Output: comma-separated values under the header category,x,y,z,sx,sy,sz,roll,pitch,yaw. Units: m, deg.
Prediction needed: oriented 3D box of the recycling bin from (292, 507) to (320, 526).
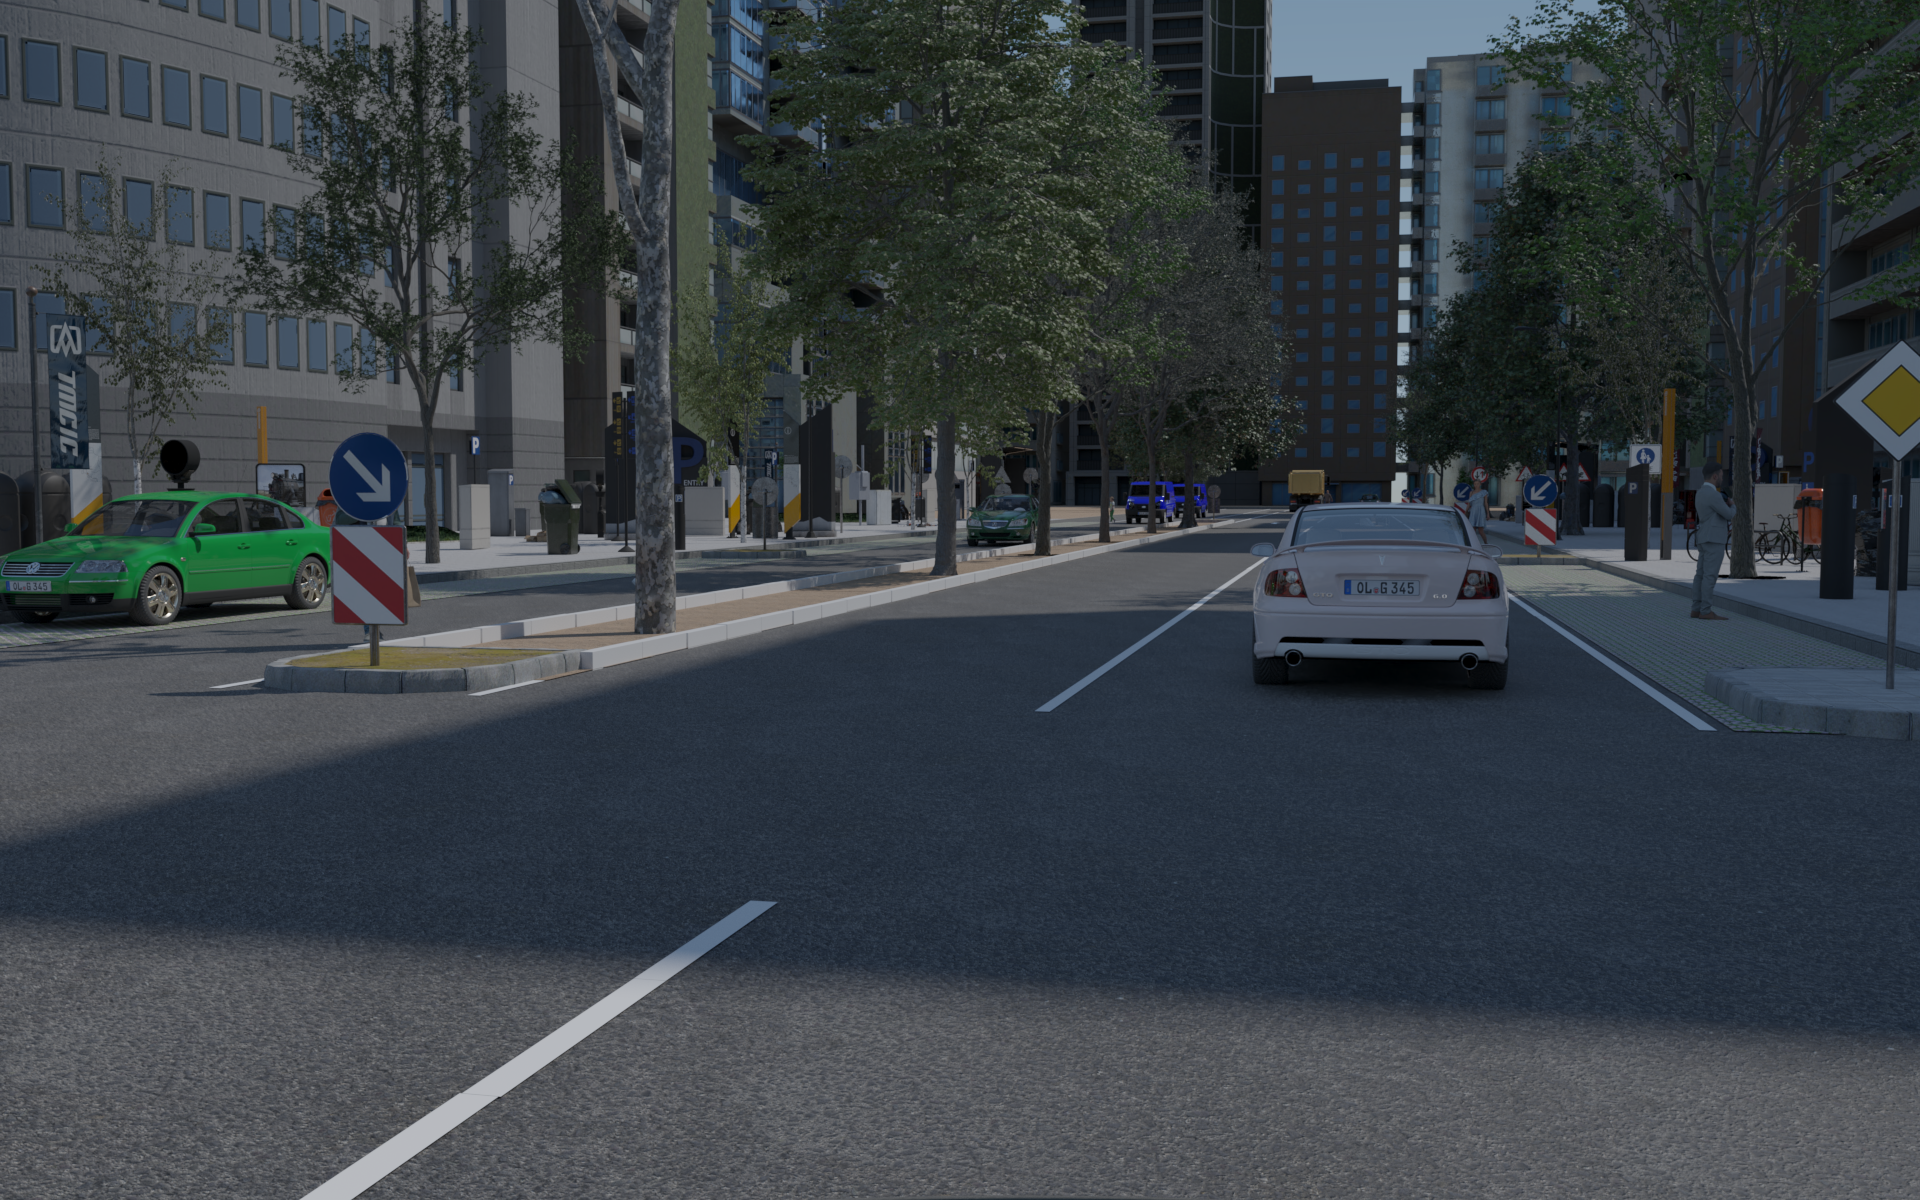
category,x,y,z,sx,sy,sz,roll,pitch,yaw
recycling bin,-12.531,-1.249,32.974,0.722,1.027,0.722,2,4,34

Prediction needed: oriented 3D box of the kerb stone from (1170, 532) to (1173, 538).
category,x,y,z,sx,sy,sz,roll,pitch,yaw
kerb stone,6.753,-2.097,56.514,0.120,0.150,1.000,1,4,13

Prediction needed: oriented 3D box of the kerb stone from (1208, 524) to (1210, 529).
category,x,y,z,sx,sy,sz,roll,pitch,yaw
kerb stone,9.980,-2.951,70.493,0.120,0.150,1.000,1,4,13

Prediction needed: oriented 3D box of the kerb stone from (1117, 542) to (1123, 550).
category,x,y,z,sx,sy,sz,roll,pitch,yaw
kerb stone,3.991,-1.365,44.535,0.120,0.150,1.000,1,4,13

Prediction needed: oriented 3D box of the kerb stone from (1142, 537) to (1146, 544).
category,x,y,z,sx,sy,sz,roll,pitch,yaw
kerb stone,5.133,-1.672,49.529,0.120,0.150,1.000,1,4,13

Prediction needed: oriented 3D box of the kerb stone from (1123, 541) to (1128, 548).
category,x,y,z,sx,sy,sz,roll,pitch,yaw
kerb stone,4.213,-1.427,45.534,0.120,0.150,1.000,1,4,13

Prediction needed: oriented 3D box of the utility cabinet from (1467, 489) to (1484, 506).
category,x,y,z,sx,sy,sz,roll,pitch,yaw
utility cabinet,24.350,-4.470,81.761,0.318,1.500,1.173,3,5,44

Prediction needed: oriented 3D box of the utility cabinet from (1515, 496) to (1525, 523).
category,x,y,z,sx,sy,sz,roll,pitch,yaw
utility cabinet,24.807,-3.944,75.640,1.020,1.237,0.306,1,4,13

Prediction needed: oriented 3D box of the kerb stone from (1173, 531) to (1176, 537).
category,x,y,z,sx,sy,sz,roll,pitch,yaw
kerb stone,6.983,-2.160,57.510,0.120,0.150,1.000,1,4,13

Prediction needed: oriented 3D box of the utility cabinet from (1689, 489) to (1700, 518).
category,x,y,z,sx,sy,sz,roll,pitch,yaw
utility cabinet,33.606,-4.261,78.343,1.173,1.500,0.318,2,4,26

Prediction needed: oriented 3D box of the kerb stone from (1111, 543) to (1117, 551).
category,x,y,z,sx,sy,sz,roll,pitch,yaw
kerb stone,3.760,-1.304,43.535,0.120,0.150,1.000,1,4,13

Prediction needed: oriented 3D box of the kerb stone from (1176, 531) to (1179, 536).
category,x,y,z,sx,sy,sz,roll,pitch,yaw
kerb stone,7.213,-2.221,58.506,0.120,0.150,1.000,1,4,13

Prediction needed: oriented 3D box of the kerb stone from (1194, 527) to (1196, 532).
category,x,y,z,sx,sy,sz,roll,pitch,yaw
kerb stone,8.598,-2.588,64.510,0.120,0.150,1.000,1,4,13

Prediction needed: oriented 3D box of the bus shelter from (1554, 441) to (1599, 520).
category,x,y,z,sx,sy,sz,roll,pitch,yaw
bus shelter,27.994,-5.384,79.319,1.731,3.624,6.357,1,4,13

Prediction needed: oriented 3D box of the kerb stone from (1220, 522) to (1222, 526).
category,x,y,z,sx,sy,sz,roll,pitch,yaw
kerb stone,11.365,-3.321,76.488,0.120,0.150,1.000,1,4,13

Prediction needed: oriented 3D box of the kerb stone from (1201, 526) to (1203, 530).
category,x,y,z,sx,sy,sz,roll,pitch,yaw
kerb stone,9.286,-2.770,67.499,0.120,0.150,1.000,1,4,13

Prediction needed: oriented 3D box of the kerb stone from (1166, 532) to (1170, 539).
category,x,y,z,sx,sy,sz,roll,pitch,yaw
kerb stone,6.525,-2.038,55.514,0.120,0.150,1.000,1,4,13

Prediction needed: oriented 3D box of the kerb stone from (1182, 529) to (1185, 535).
category,x,y,z,sx,sy,sz,roll,pitch,yaw
kerb stone,7.675,-2.335,60.499,0.120,0.150,1.000,1,4,13

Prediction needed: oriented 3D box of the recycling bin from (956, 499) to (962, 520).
category,x,y,z,sx,sy,sz,roll,pitch,yaw
recycling bin,-0.310,-4.455,85.389,0.722,1.027,0.722,1,4,8

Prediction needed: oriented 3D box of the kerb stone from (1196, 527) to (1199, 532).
category,x,y,z,sx,sy,sz,roll,pitch,yaw
kerb stone,8.829,-2.645,65.507,0.120,0.150,1.000,1,4,13

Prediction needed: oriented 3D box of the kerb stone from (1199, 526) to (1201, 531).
category,x,y,z,sx,sy,sz,roll,pitch,yaw
kerb stone,9.051,-2.710,66.504,0.120,0.150,1.000,1,4,13

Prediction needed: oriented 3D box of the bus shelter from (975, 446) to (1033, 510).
category,x,y,z,sx,sy,sz,roll,pitch,yaw
bus shelter,2.251,-5.840,86.768,1.731,3.624,6.357,1,4,13

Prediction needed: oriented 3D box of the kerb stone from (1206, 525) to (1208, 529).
category,x,y,z,sx,sy,sz,roll,pitch,yaw
kerb stone,9.749,-2.888,69.492,0.120,0.150,1.000,1,4,13

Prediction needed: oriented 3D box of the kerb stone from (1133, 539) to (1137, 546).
category,x,y,z,sx,sy,sz,roll,pitch,yaw
kerb stone,4.677,-1.549,47.526,0.120,0.150,1.000,1,4,13

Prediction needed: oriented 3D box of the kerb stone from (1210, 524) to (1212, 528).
category,x,y,z,sx,sy,sz,roll,pitch,yaw
kerb stone,10.206,-3.013,71.492,0.120,0.150,1.000,1,4,13

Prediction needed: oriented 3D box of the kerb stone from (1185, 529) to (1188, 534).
category,x,y,z,sx,sy,sz,roll,pitch,yaw
kerb stone,7.897,-2.400,61.502,0.120,0.150,1.000,1,4,13

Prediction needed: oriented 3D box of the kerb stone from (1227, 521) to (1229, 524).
category,x,y,z,sx,sy,sz,roll,pitch,yaw
kerb stone,12.283,-3.565,80.479,0.120,0.150,1.000,1,4,13

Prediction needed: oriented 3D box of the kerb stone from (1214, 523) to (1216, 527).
category,x,y,z,sx,sy,sz,roll,pitch,yaw
kerb stone,10.663,-3.137,73.491,0.120,0.150,1.000,1,4,13

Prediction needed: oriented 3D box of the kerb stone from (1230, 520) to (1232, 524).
category,x,y,z,sx,sy,sz,roll,pitch,yaw
kerb stone,12.747,-3.686,82.497,0.120,0.150,1.000,1,4,13

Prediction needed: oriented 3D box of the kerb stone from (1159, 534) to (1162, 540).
category,x,y,z,sx,sy,sz,roll,pitch,yaw
kerb stone,6.058,-1.916,53.518,0.120,0.150,1.000,1,4,13

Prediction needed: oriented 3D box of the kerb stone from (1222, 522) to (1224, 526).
category,x,y,z,sx,sy,sz,roll,pitch,yaw
kerb stone,11.595,-3.382,77.490,0.120,0.150,1.000,1,4,13

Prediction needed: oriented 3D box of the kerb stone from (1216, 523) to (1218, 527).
category,x,y,z,sx,sy,sz,roll,pitch,yaw
kerb stone,10.895,-3.198,74.487,0.120,0.150,1.000,1,4,13

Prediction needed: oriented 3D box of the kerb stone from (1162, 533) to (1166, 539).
category,x,y,z,sx,sy,sz,roll,pitch,yaw
kerb stone,6.292,-1.974,54.519,0.120,0.150,1.000,1,4,13

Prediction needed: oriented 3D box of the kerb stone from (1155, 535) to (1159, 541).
category,x,y,z,sx,sy,sz,roll,pitch,yaw
kerb stone,5.834,-1.852,52.520,0.120,0.150,1.000,1,4,13

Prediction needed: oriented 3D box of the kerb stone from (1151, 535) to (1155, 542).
category,x,y,z,sx,sy,sz,roll,pitch,yaw
kerb stone,5.606,-1.794,51.523,0.120,0.150,1.000,1,4,13

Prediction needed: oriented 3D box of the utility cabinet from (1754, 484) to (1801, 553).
category,x,y,z,sx,sy,sz,roll,pitch,yaw
utility cabinet,17.874,-1.780,37.789,0.318,1.500,1.173,-1,4,-16

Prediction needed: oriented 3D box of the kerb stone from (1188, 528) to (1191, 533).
category,x,y,z,sx,sy,sz,roll,pitch,yaw
kerb stone,8.133,-2.465,62.505,0.120,0.150,1.000,1,4,13

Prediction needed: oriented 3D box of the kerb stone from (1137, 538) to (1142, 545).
category,x,y,z,sx,sy,sz,roll,pitch,yaw
kerb stone,4.908,-1.610,48.526,0.120,0.150,1.000,1,4,13

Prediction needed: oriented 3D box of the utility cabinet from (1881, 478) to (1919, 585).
category,x,y,z,sx,sy,sz,roll,pitch,yaw
utility cabinet,13.478,-0.946,24.139,0.318,1.500,1.173,-2,4,-31

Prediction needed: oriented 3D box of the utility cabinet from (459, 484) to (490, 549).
category,x,y,z,sx,sy,sz,roll,pitch,yaw
utility cabinet,-11.285,-1.931,40.246,0.318,1.500,1.173,0,4,5

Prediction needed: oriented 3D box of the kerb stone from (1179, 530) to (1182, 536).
category,x,y,z,sx,sy,sz,roll,pitch,yaw
kerb stone,7.446,-2.282,59.501,0.120,0.150,1.000,1,4,13

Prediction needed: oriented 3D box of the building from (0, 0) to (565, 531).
category,x,y,z,sx,sy,sz,roll,pitch,yaw
building,-28.060,-31.157,51.414,21.231,58.520,28.212,1,4,13

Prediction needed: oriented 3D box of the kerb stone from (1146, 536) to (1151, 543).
category,x,y,z,sx,sy,sz,roll,pitch,yaw
kerb stone,5.371,-1.727,50.529,0.120,0.150,1.000,1,4,13

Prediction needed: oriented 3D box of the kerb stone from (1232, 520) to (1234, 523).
category,x,y,z,sx,sy,sz,roll,pitch,yaw
kerb stone,12.970,-3.749,83.498,0.120,0.150,1.000,1,4,13

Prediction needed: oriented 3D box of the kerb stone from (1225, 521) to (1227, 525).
category,x,y,z,sx,sy,sz,roll,pitch,yaw
kerb stone,12.053,-3.504,79.483,0.120,0.150,1.000,1,4,13

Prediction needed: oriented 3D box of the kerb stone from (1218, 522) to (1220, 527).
category,x,y,z,sx,sy,sz,roll,pitch,yaw
kerb stone,11.134,-3.256,75.485,0.120,0.150,1.000,1,4,13

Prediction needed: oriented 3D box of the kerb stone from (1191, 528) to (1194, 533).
category,x,y,z,sx,sy,sz,roll,pitch,yaw
kerb stone,8.368,-2.527,63.508,0.120,0.150,1.000,1,4,13

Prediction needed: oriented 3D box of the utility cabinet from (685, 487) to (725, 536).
category,x,y,z,sx,sy,sz,roll,pitch,yaw
utility cabinet,-7.757,-2.691,52.679,1.173,1.500,0.318,0,4,4

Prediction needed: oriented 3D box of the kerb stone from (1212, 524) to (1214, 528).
category,x,y,z,sx,sy,sz,roll,pitch,yaw
kerb stone,10.434,-3.076,72.489,0.120,0.150,1.000,1,4,13

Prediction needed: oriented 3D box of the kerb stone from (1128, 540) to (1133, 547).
category,x,y,z,sx,sy,sz,roll,pitch,yaw
kerb stone,4.447,-1.488,46.529,0.120,0.150,1.000,1,4,13

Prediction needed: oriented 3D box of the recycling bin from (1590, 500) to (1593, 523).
category,x,y,z,sx,sy,sz,roll,pitch,yaw
recycling bin,27.188,-3.865,75.753,0.722,1.027,0.722,-2,4,-28

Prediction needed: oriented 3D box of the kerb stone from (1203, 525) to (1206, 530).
category,x,y,z,sx,sy,sz,roll,pitch,yaw
kerb stone,9.518,-2.832,68.496,0.120,0.150,1.000,1,4,13

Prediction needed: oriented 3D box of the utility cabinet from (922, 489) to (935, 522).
category,x,y,z,sx,sy,sz,roll,pitch,yaw
utility cabinet,-1.460,-4.256,78.271,0.318,1.500,1.173,1,4,16
